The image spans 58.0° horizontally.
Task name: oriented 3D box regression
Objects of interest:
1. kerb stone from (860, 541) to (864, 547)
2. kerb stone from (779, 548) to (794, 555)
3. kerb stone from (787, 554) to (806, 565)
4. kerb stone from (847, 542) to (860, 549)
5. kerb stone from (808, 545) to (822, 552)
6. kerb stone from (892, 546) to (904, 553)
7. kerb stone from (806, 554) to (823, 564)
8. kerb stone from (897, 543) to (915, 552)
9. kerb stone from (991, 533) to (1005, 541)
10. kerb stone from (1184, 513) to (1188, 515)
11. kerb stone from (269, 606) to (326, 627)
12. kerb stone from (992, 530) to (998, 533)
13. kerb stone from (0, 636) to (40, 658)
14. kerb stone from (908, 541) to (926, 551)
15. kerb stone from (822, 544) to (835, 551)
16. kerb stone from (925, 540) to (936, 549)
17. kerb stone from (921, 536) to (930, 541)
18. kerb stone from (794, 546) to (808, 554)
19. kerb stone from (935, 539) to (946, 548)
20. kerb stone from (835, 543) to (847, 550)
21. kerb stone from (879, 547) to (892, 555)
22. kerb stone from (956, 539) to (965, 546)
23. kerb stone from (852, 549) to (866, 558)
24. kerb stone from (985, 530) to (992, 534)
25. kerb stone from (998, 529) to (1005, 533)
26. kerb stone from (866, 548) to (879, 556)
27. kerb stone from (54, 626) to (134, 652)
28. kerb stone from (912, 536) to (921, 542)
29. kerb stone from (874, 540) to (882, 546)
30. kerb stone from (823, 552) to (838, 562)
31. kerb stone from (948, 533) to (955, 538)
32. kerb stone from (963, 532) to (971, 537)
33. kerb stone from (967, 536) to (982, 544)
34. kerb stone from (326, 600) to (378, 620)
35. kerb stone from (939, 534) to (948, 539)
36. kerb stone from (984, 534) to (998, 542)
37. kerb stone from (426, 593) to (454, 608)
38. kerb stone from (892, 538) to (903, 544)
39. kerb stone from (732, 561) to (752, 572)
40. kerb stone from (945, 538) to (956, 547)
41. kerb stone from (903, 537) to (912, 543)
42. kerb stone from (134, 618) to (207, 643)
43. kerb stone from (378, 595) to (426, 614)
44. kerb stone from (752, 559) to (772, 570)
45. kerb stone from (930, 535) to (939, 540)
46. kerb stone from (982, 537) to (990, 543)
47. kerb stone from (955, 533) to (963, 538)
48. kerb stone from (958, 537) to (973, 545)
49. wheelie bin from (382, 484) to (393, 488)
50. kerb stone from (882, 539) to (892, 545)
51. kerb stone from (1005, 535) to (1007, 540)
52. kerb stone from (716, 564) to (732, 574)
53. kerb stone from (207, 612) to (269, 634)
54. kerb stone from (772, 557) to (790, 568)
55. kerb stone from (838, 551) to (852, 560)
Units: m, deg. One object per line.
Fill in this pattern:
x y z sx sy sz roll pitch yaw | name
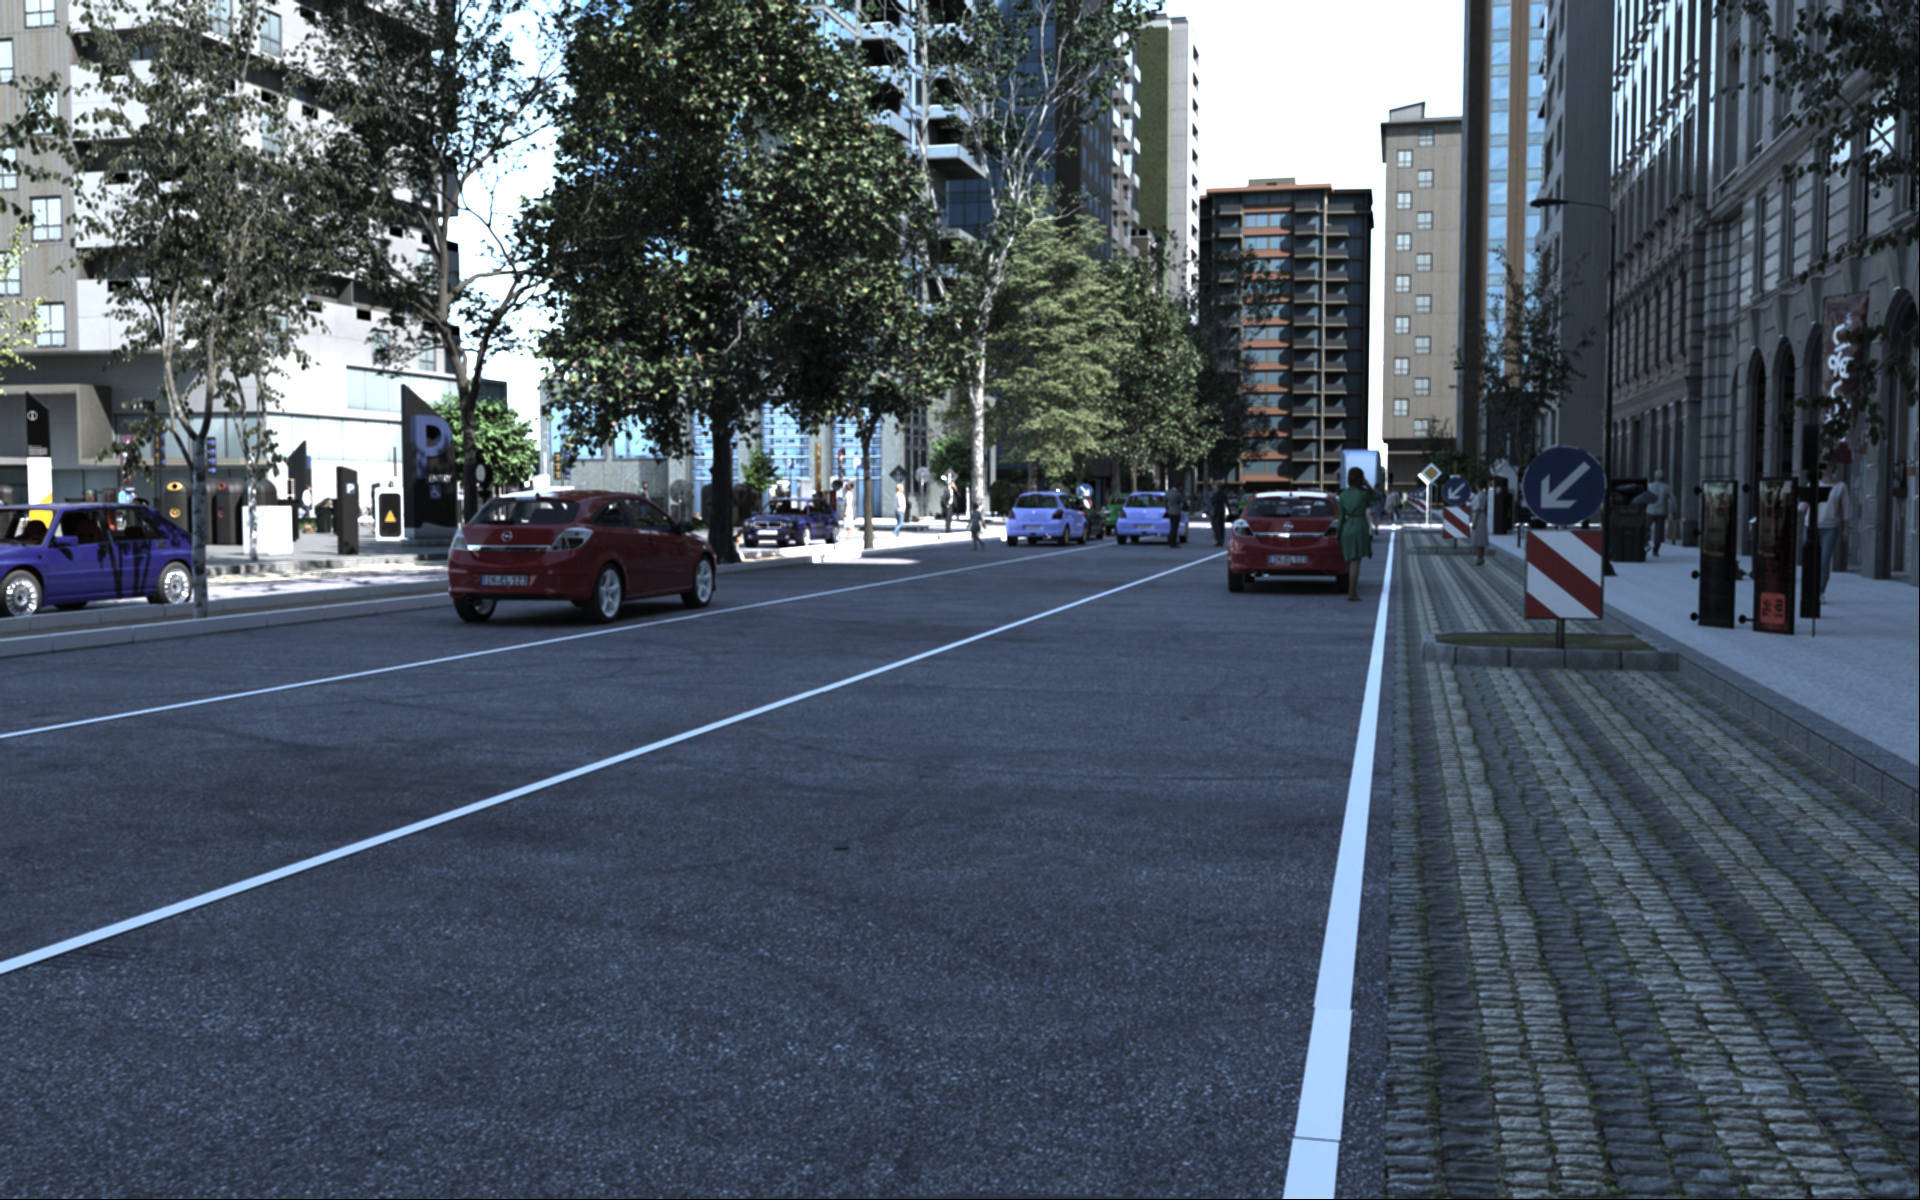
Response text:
-2.669 -1.487 46.501 0.120 0.150 1.000 1 4 14 | kerb stone
-4.174 -1.122 40.541 0.120 0.150 1.000 1 4 14 | kerb stone
-3.385 -0.789 35.097 0.120 0.150 1.000 1 4 14 | kerb stone
-2.913 -1.425 45.499 0.120 0.150 1.000 1 4 14 | kerb stone
-3.667 -1.243 42.521 0.120 0.150 1.000 1 4 14 | kerb stone
-1.626 -1.209 42.048 0.120 0.150 1.000 1 4 14 | kerb stone
-3.128 -0.850 36.090 0.120 0.150 1.000 1 4 14 | kerb stone
-1.373 -1.275 43.038 0.120 0.150 1.000 1 4 14 | kerb stone
1.131 -1.883 52.977 0.120 0.150 1.000 1 4 14 | kerb stone
15.573 -5.897 118.648 0.120 0.150 1.000 1 4 14 | kerb stone
-7.404 0.184 19.194 0.120 0.150 1.000 1 4 14 | kerb stone
1.099 -2.397 61.392 0.120 0.150 1.000 1 4 14 | kerb stone
-8.414 0.426 15.225 0.120 0.150 1.000 1 4 14 | kerb stone
-1.125 -1.335 44.029 0.120 0.150 1.000 1 4 14 | kerb stone
-3.427 -1.300 43.515 0.120 0.150 1.000 1 4 14 | kerb stone
-0.867 -1.396 45.018 0.120 0.150 1.000 1 4 14 | kerb stone
-1.168 -1.848 52.458 0.120 0.150 1.000 1 4 14 | kerb stone
-3.921 -1.183 41.531 0.120 0.150 1.000 1 4 14 | kerb stone
-0.626 -1.453 46.012 0.120 0.150 1.000 1 4 14 | kerb stone
-3.170 -1.365 44.509 0.120 0.150 1.000 1 4 14 | kerb stone
-1.879 -1.154 41.056 0.120 0.150 1.000 1 4 14 | kerb stone
-0.124 -1.573 48.005 0.120 0.150 1.000 1 4 14 | kerb stone
-2.384 -1.027 39.074 0.120 0.150 1.000 1 4 14 | kerb stone
0.846 -2.337 60.402 0.120 0.150 1.000 1 4 14 | kerb stone
1.346 -2.458 62.388 0.120 0.150 1.000 1 4 14 | kerb stone
-2.130 -1.093 40.065 0.120 0.150 1.000 1 4 14 | kerb stone
-8.165 0.366 16.216 0.120 0.150 1.000 1 4 14 | kerb stone
-1.412 -1.790 51.462 0.120 0.150 1.000 1 4 14 | kerb stone
-2.412 -1.547 47.490 0.120 0.150 1.000 1 4 14 | kerb stone
-2.885 -0.911 37.083 0.120 0.150 1.000 1 4 14 | kerb stone
-0.412 -2.033 55.438 0.120 0.150 1.000 1 4 14 | kerb stone
0.106 -2.155 57.427 0.120 0.150 1.000 1 4 14 | kerb stone
0.392 -1.700 49.998 0.120 0.150 1.000 1 4 14 | kerb stone
-7.152 0.123 20.194 0.120 0.150 1.000 1 4 14 | kerb stone
-0.654 -1.972 54.443 0.120 0.150 1.000 1 4 14 | kerb stone
0.886 -1.822 51.985 0.120 0.150 1.000 1 4 14 | kerb stone
-6.646 0.001 22.182 0.120 0.150 1.000 1 4 14 | kerb stone
-1.911 -1.668 49.472 0.120 0.150 1.000 1 4 14 | kerb stone
-4.134 -0.600 32.124 0.120 0.150 1.000 1 4 14 | kerb stone
-0.366 -1.517 47.012 0.120 0.150 1.000 1 4 14 | kerb stone
-1.659 -1.726 50.470 0.120 0.150 1.000 1 4 14 | kerb stone
-7.898 0.305 17.209 0.120 0.150 1.000 1 4 14 | kerb stone
-6.896 0.061 21.191 0.120 0.150 1.000 1 4 14 | kerb stone
-3.880 -0.668 33.114 0.120 0.150 1.000 1 4 14 | kerb stone
-0.908 -1.910 53.453 0.120 0.150 1.000 1 4 14 | kerb stone
0.641 -1.761 50.990 0.120 0.150 1.000 1 4 14 | kerb stone
-0.152 -2.094 56.438 0.120 0.150 1.000 1 4 14 | kerb stone
0.131 -1.631 49.003 0.120 0.150 1.000 1 4 14 | kerb stone
-17.050 -2.686 51.826 0.693 1.594 0.980 -1 4 -15 | wheelie bin
-2.168 -1.608 48.483 0.120 0.150 1.000 1 4 14 | kerb stone
1.393 -1.939 53.972 0.120 0.150 1.000 1 4 14 | kerb stone
-4.384 -0.546 31.129 0.120 0.150 1.000 1 4 14 | kerb stone
-7.656 0.244 18.203 0.120 0.150 1.000 1 4 14 | kerb stone
-3.632 -0.728 34.105 0.120 0.150 1.000 1 4 14 | kerb stone
-2.635 -0.970 38.074 0.120 0.150 1.000 1 4 14 | kerb stone
